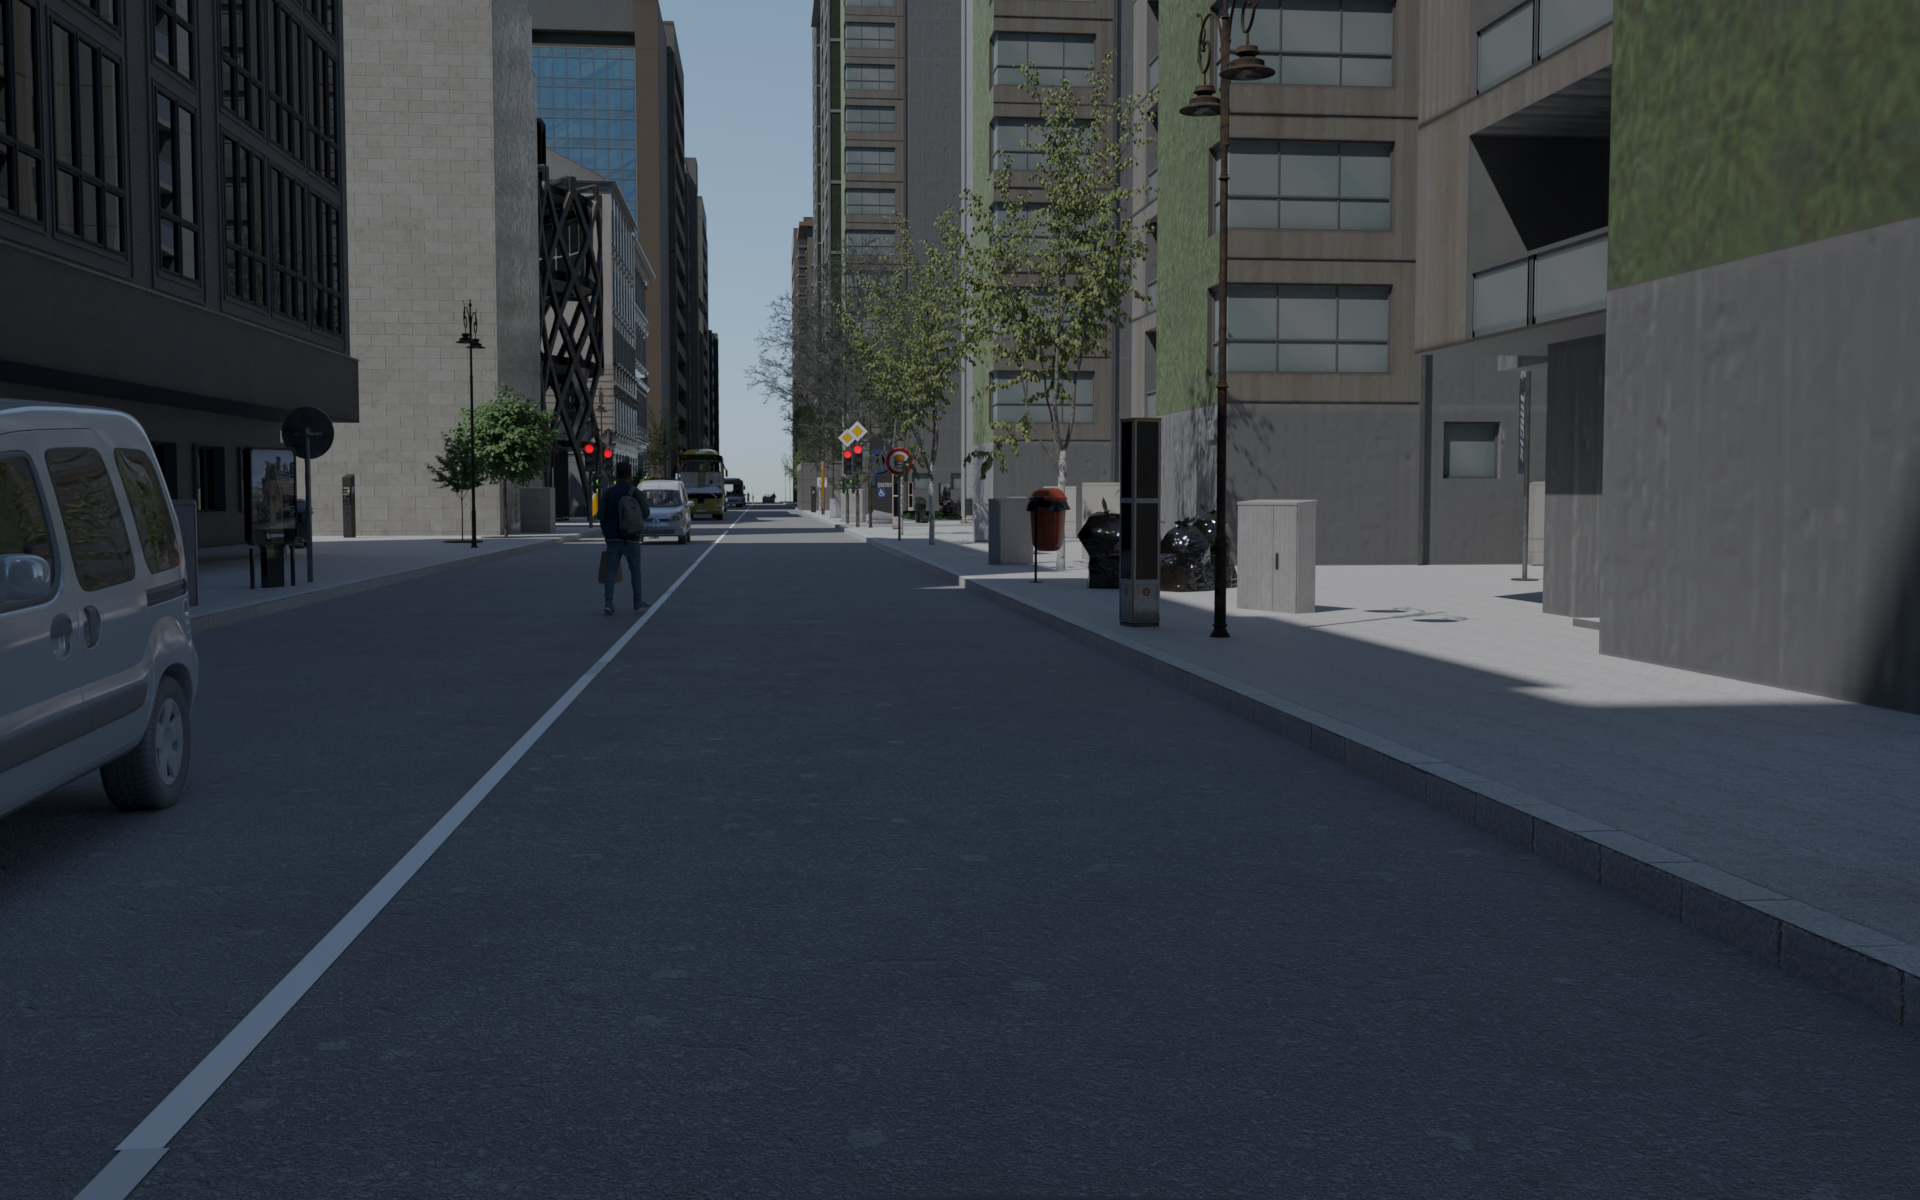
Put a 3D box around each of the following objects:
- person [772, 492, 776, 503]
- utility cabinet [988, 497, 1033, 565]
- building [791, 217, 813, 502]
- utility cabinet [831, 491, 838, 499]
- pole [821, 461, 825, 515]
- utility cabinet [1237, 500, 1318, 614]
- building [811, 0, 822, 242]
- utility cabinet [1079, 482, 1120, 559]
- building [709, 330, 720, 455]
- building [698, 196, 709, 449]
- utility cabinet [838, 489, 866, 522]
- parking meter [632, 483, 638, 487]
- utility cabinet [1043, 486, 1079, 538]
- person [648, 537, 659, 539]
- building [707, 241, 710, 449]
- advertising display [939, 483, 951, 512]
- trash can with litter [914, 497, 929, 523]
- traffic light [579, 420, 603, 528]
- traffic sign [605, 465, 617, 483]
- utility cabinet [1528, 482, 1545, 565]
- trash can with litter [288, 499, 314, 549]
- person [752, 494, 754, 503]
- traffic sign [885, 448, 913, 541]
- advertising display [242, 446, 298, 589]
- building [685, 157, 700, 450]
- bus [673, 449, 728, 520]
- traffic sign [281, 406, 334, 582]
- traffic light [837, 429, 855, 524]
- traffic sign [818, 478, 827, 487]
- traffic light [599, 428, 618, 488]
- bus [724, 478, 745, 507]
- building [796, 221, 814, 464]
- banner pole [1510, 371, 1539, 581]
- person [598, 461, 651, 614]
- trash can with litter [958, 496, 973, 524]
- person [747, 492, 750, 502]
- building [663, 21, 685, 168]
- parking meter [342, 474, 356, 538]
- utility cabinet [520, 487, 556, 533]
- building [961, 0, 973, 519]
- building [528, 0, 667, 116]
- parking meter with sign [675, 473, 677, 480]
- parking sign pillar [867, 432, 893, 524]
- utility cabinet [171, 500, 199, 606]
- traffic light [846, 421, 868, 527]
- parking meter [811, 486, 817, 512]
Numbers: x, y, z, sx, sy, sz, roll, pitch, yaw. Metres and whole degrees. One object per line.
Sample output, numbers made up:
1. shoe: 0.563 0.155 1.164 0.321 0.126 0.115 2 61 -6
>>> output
1. person: -28.427 -15.641 264.776 0.990 1.755 0.434 3 4 36
2. utility cabinet: 0.933 -1.262 31.795 0.306 1.237 1.020 3 5 40
3. building: -17.992 -41.225 297.724 21.300 48.544 21.600 0 4 -6
4. utility cabinet: -8.913 -7.307 128.150 1.173 1.500 0.318 -1 4 -13
5. pole: -8.489 -6.941 107.328 0.158 3.312 0.155 0 3 0
6. utility cabinet: 3.466 -0.482 19.035 0.306 1.237 1.020 -2 4 -29
7. building: 0.341 -35.472 169.213 28.713 52.752 27.495 0 4 -6
8. utility cabinet: 2.891 -1.507 33.319 0.318 1.500 1.173 -3 5 -44
9. building: -48.749 -32.220 298.504 14.160 30.474 14.107 0 4 -6
10. building: -49.667 -39.218 264.909 21.300 48.544 21.600 0 4 -6
11. utility cabinet: -4.809 -4.242 78.034 1.173 1.500 0.318 2 4 31
12. parking meter: -16.893 -5.159 90.066 0.255 1.863 0.399 -1 4 -22
13. utility cabinet: 2.983 -2.549 50.349 1.173 1.500 0.318 3 4 39
14. person: -9.817 -2.615 55.541 0.394 1.301 0.425 0 4 7
15. building: -48.273 -38.735 283.425 14.600 45.320 14.200 0 4 -6
16. advertising display: -0.882 -5.772 99.583 0.123 1.923 0.974 3 4 37
17. trash can with litter: -1.625 -4.001 76.806 0.624 1.170 1.055 -1 4 -23
18. traffic light: -13.954 -4.681 65.452 0.839 4.253 0.868 0 4 -6
19. traffic sign: -15.380 -4.701 76.959 0.768 2.556 0.104 0 4 -1
20. utility cabinet: 10.807 -1.365 31.001 1.173 1.500 0.318 0 4 2
21. trash can with litter: -15.672 -1.818 41.117 0.624 1.170 1.055 -1 4 -20
22. person: -34.269 -16.799 286.429 0.557 1.426 1.065 -2 4 -28
23. traffic sign: -1.664 -2.903 47.564 0.768 2.556 0.104 0 4 -5
24. advertising display: -9.447 -1.134 23.760 0.123 1.923 0.974 1 4 16
25. building: -38.004 -31.812 203.717 14.154 41.232 14.086 0 4 -6
26. bus: -14.680 -6.540 98.471 2.896 3.916 12.252 0 4 -8
27. traffic sign: -9.486 -1.535 25.208 0.768 2.556 0.104 0 3 0
28. traffic light: -4.865 -5.237 74.538 0.839 4.253 0.868 0 4 -6
29. traffic sign: -8.583 -6.468 107.888 0.606 2.300 0.079 0 4 -3
30. traffic light: -14.860 -5.166 73.386 0.839 4.253 0.868 0 4 -6
31. bus: -25.401 -12.057 191.986 2.948 3.499 13.247 -1 4 -8
32. building: -14.486 -37.791 272.500 22.147 44.769 28.867 0 4 -6
33. banner pole: 8.405 -2.189 25.813 0.401 3.779 0.863 0 4 7
34. person: -4.060 -0.746 20.687 0.794 1.824 0.713 1 4 22
35. trash can with litter: 0.877 -3.952 75.676 2.233 1.210 1.678 -1 4 -12
36. person: -36.702 -17.811 300.373 0.621 1.740 0.551 2 4 27
37. building: -38.272 -33.464 170.834 21.300 48.544 21.600 0 4 -6
38. parking meter: -17.934 -2.760 50.829 0.255 1.863 0.399 0 4 2
39. utility cabinet: -13.891 -2.951 56.935 1.173 1.500 0.318 1 4 21
40. building: 15.046 -33.223 85.196 28.212 58.520 21.231 0 4 -6
41. building: -33.178 -30.790 153.529 14.600 45.320 14.200 0 4 -6
42. parking meter with sign: -23.463 -9.052 144.258 0.543 3.016 1.738 -1 4 -11
43. parking sign pillar: -3.291 -5.268 74.611 1.447 3.967 1.447 2 4 24
44. utility cabinet: -9.265 -0.526 19.769 1.020 1.237 0.306 -1 4 -22
45. traffic light: -3.959 -4.751 66.605 0.839 4.253 0.868 0 4 -6
46. parking meter: -10.193 -7.038 120.774 0.399 1.863 0.255 0 4 -3
